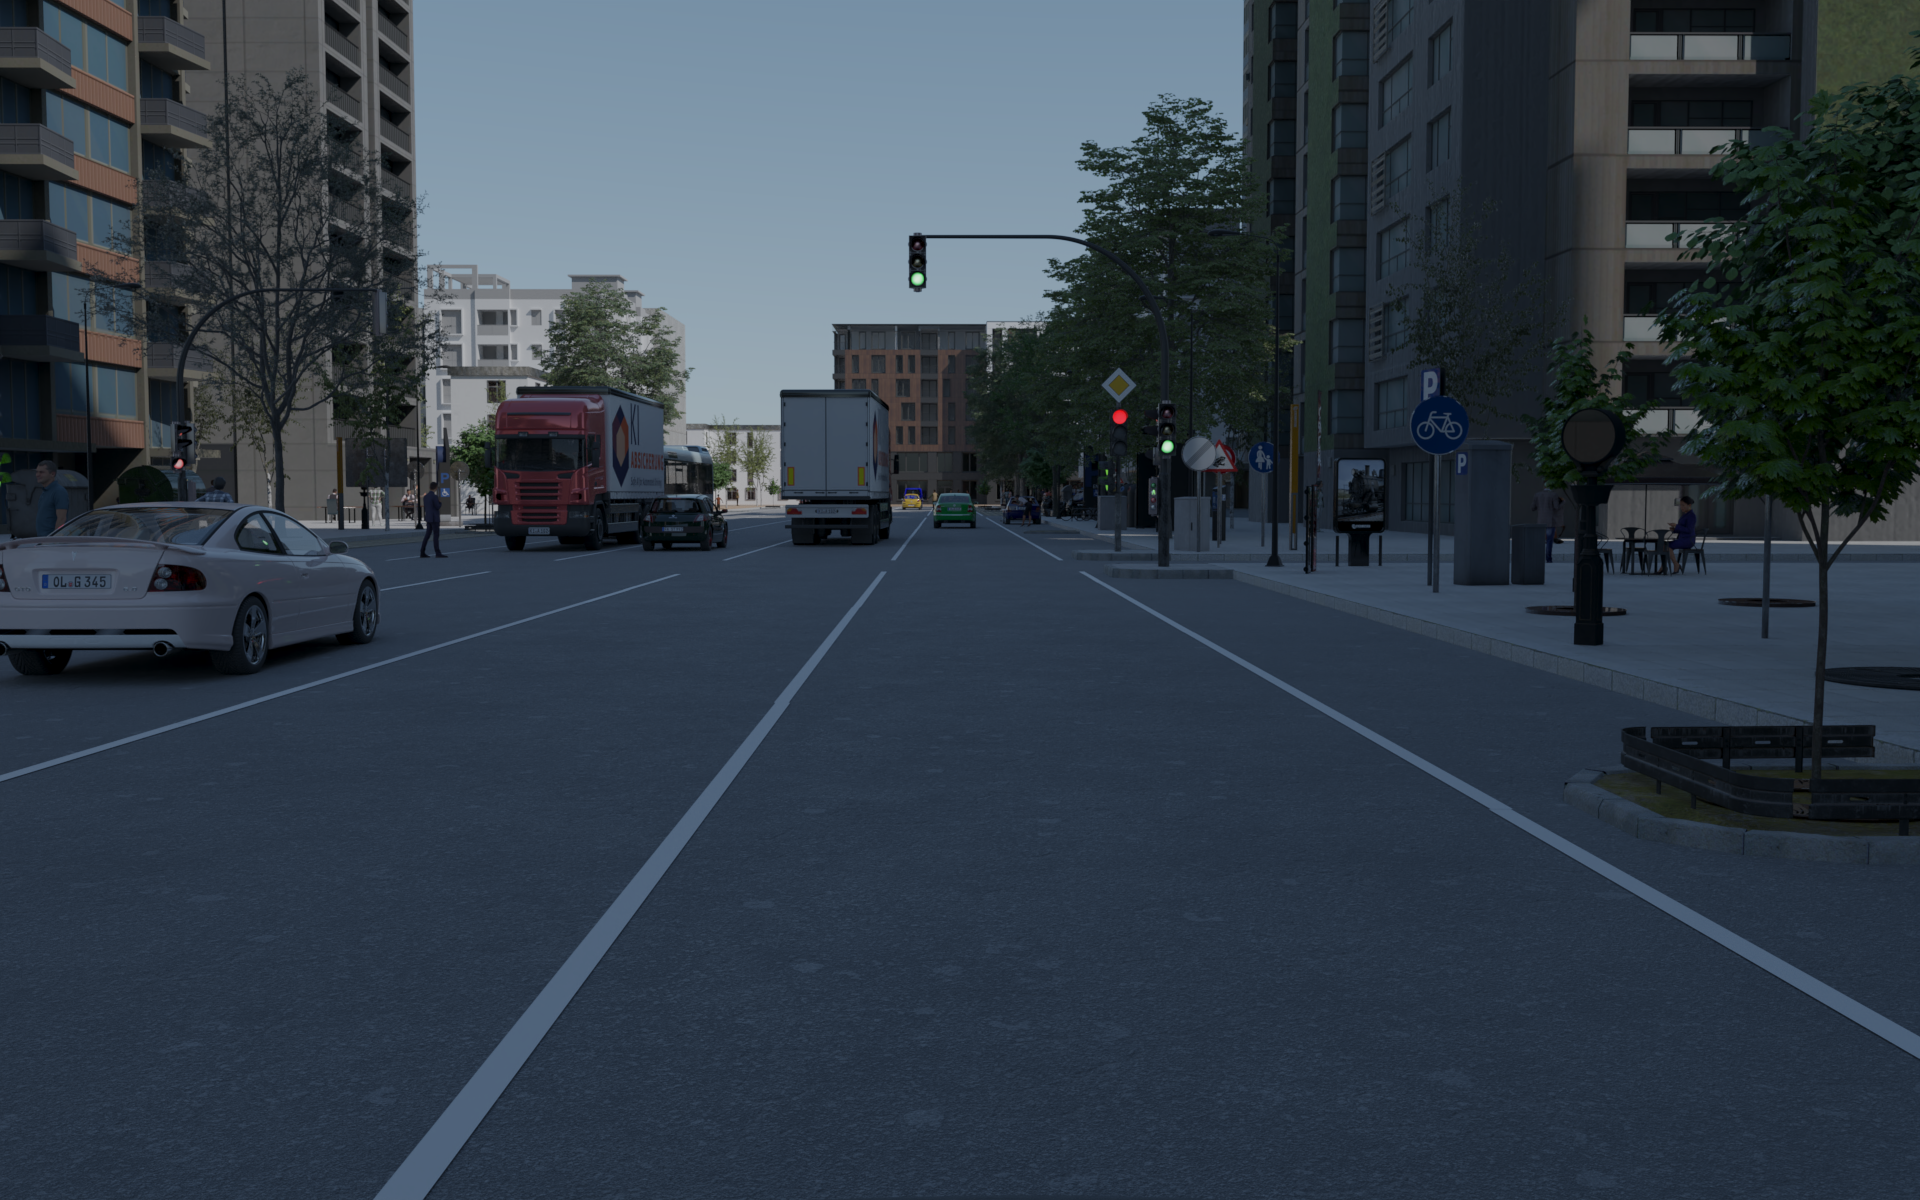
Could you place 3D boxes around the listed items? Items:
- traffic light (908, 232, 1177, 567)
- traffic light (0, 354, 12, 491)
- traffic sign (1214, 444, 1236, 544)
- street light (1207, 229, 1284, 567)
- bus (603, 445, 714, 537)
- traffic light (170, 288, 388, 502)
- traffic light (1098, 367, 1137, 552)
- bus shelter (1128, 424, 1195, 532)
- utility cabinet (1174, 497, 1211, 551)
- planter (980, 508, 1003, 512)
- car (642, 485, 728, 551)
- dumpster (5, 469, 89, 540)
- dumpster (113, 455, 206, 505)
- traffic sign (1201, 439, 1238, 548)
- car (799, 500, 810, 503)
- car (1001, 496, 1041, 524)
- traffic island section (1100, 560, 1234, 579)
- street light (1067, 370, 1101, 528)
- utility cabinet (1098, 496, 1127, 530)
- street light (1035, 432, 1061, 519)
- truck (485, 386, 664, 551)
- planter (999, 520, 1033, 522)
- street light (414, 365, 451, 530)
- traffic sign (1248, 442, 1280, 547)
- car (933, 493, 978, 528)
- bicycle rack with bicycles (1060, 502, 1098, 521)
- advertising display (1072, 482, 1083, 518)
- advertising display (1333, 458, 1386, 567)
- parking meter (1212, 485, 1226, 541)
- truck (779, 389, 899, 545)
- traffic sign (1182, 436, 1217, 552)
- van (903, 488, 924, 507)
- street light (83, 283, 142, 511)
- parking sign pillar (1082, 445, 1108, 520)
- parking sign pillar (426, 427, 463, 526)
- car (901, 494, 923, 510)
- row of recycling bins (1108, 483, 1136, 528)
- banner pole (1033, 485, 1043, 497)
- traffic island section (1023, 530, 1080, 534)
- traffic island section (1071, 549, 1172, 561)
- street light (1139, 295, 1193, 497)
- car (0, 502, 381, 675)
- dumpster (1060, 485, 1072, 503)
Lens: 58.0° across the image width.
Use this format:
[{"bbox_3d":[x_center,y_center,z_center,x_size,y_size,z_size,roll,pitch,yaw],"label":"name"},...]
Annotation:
[{"bbox_3d":[1.484,-3.407,30.371,4.771,5.953,1.251,0,4,-1],"label":"traffic light"},{"bbox_3d":[-17.126,-2.533,30.329,0.839,4.253,0.868,0,4,-1],"label":"traffic light"},{"bbox_3d":[6.645,-2.696,44.192,0.768,2.556,0.104,0,4,1],"label":"traffic sign"},{"bbox_3d":[5.037,-3.547,30.531,1.470,5.913,1.316,0,4,-1],"label":"street light"},{"bbox_3d":[-10.778,-3.999,60.239,2.948,3.499,13.247,0,3,0],"label":"bus"},{"bbox_3d":[-15.107,-3.896,38.368,4.771,5.953,1.251,0,4,-1],"label":"traffic light"},{"bbox_3d":[3.502,-3.033,38.516,0.839,4.253,0.868,0,4,-1],"label":"traffic light"},{"bbox_3d":[7.053,-4.268,61.069,1.731,3.624,6.357,0,4,-1],"label":"bus shelter"},{"bbox_3d":[5.236,-1.711,39.144,0.306,1.237,1.020,-2,4,-28],"label":"utility cabinet"},{"bbox_3d":[2.625,-7.297,140.440,1.991,0.319,1.994,0,4,-1],"label":"planter"},{"bbox_3d":[-7.109,-2.154,45.000,2.009,1.686,4.222,0,4,1],"label":"car"},{"bbox_3d":[-21.460,-2.141,40.769,1.264,1.857,1.865,0,4,-1],"label":"dumpster"},{"bbox_3d":[-19.833,-2.474,42.943,1.502,2.255,1.985,0,4,0],"label":"dumpster"},{"bbox_3d":[6.169,-2.524,41.278,0.884,2.594,0.081,1,4,9],"label":"traffic sign"},{"bbox_3d":[-11.767,-7.968,138.954,2.281,1.827,5.304,0,4,-1],"label":"car"},{"bbox_3d":[2.949,-4.303,82.942,1.945,1.354,3.894,0,4,-1],"label":"car"},{"bbox_3d":[3.615,-0.512,30.645,2.009,0.180,2.903,0,4,-1],"label":"traffic island section"},{"bbox_3d":[4.698,-5.657,65.038,1.470,5.913,1.316,0,4,-1],"label":"street light"},{"bbox_3d":[5.423,-3.085,61.593,1.020,1.237,0.306,-1,4,-17],"label":"utility cabinet"},{"bbox_3d":[4.537,-7.111,88.798,1.470,5.913,1.316,0,4,-1],"label":"street light"},{"bbox_3d":[-10.285,-3.572,47.322,2.839,4.237,11.283,0,4,0],"label":"truck"},{"bbox_3d":[3.072,-4.256,90.727,1.991,0.319,1.994,0,4,-1],"label":"planter"},{"bbox_3d":[-19.012,-5.500,62.468,1.470,5.913,1.316,0,4,-1],"label":"street light"},{"bbox_3d":[7.393,-2.574,42.197,0.768,2.556,0.104,0,4,2],"label":"traffic sign"},{"bbox_3d":[-0.197,-3.965,73.622,1.959,1.807,4.718,0,4,1],"label":"car"},{"bbox_3d":[6.163,-4.200,82.054,2.925,0.926,2.852,1,4,13],"label":"bicycle rack with bicycles"},{"bbox_3d":[6.415,-5.297,91.826,0.974,1.923,0.123,1,4,10],"label":"advertising display"},{"bbox_3d":[7.088,-1.561,30.742,0.974,1.923,0.123,-1,4,-15],"label":"advertising display"},{"bbox_3d":[7.114,-2.394,47.560,0.372,1.533,0.369,0,3,0],"label":"parking meter"},{"bbox_3d":[-3.485,-3.855,51.936,2.839,4.237,11.283,0,4,1],"label":"truck"},{"bbox_3d":[5.271,-2.330,38.195,0.768,2.556,0.104,1,4,9],"label":"traffic sign"},{"bbox_3d":[-4.875,-10.857,181.901,2.240,2.365,5.245,0,4,-1],"label":"van"},{"bbox_3d":[-18.678,-4.015,38.191,1.470,5.913,1.316,0,4,-1],"label":"street light"},{"bbox_3d":[6.875,-6.046,87.320,1.447,3.967,1.447,0,4,-1],"label":"parking sign pillar"},{"bbox_3d":[-20.727,-4.957,69.513,1.447,3.967,1.447,-1,4,-21],"label":"parking sign pillar"},{"bbox_3d":[-4.354,-9.007,157.483,2.015,1.641,3.980,0,4,1],"label":"car"},{"bbox_3d":[6.696,-3.658,66.918,1.069,1.692,3.534,-1,4,-17],"label":"row of recycling bins"},{"bbox_3d":[4.747,-7.136,106.686,0.863,3.779,0.401,1,4,14],"label":"banner pole"},{"bbox_3d":[3.308,-2.473,63.300,1.991,0.108,1.994,0,4,-1],"label":"traffic island section"},{"bbox_3d":[3.543,-1.000,38.630,2.009,0.180,2.903,0,4,-1],"label":"traffic island section"},{"bbox_3d":[4.868,-4.160,40.557,1.470,5.913,1.316,0,4,-1],"label":"street light"},{"bbox_3d":[-6.552,-0.167,15.092,2.083,1.381,4.827,0,4,-1],"label":"car"},{"bbox_3d":[7.018,-6.337,109.361,1.264,1.857,1.865,0,4,0],"label":"dumpster"}]
